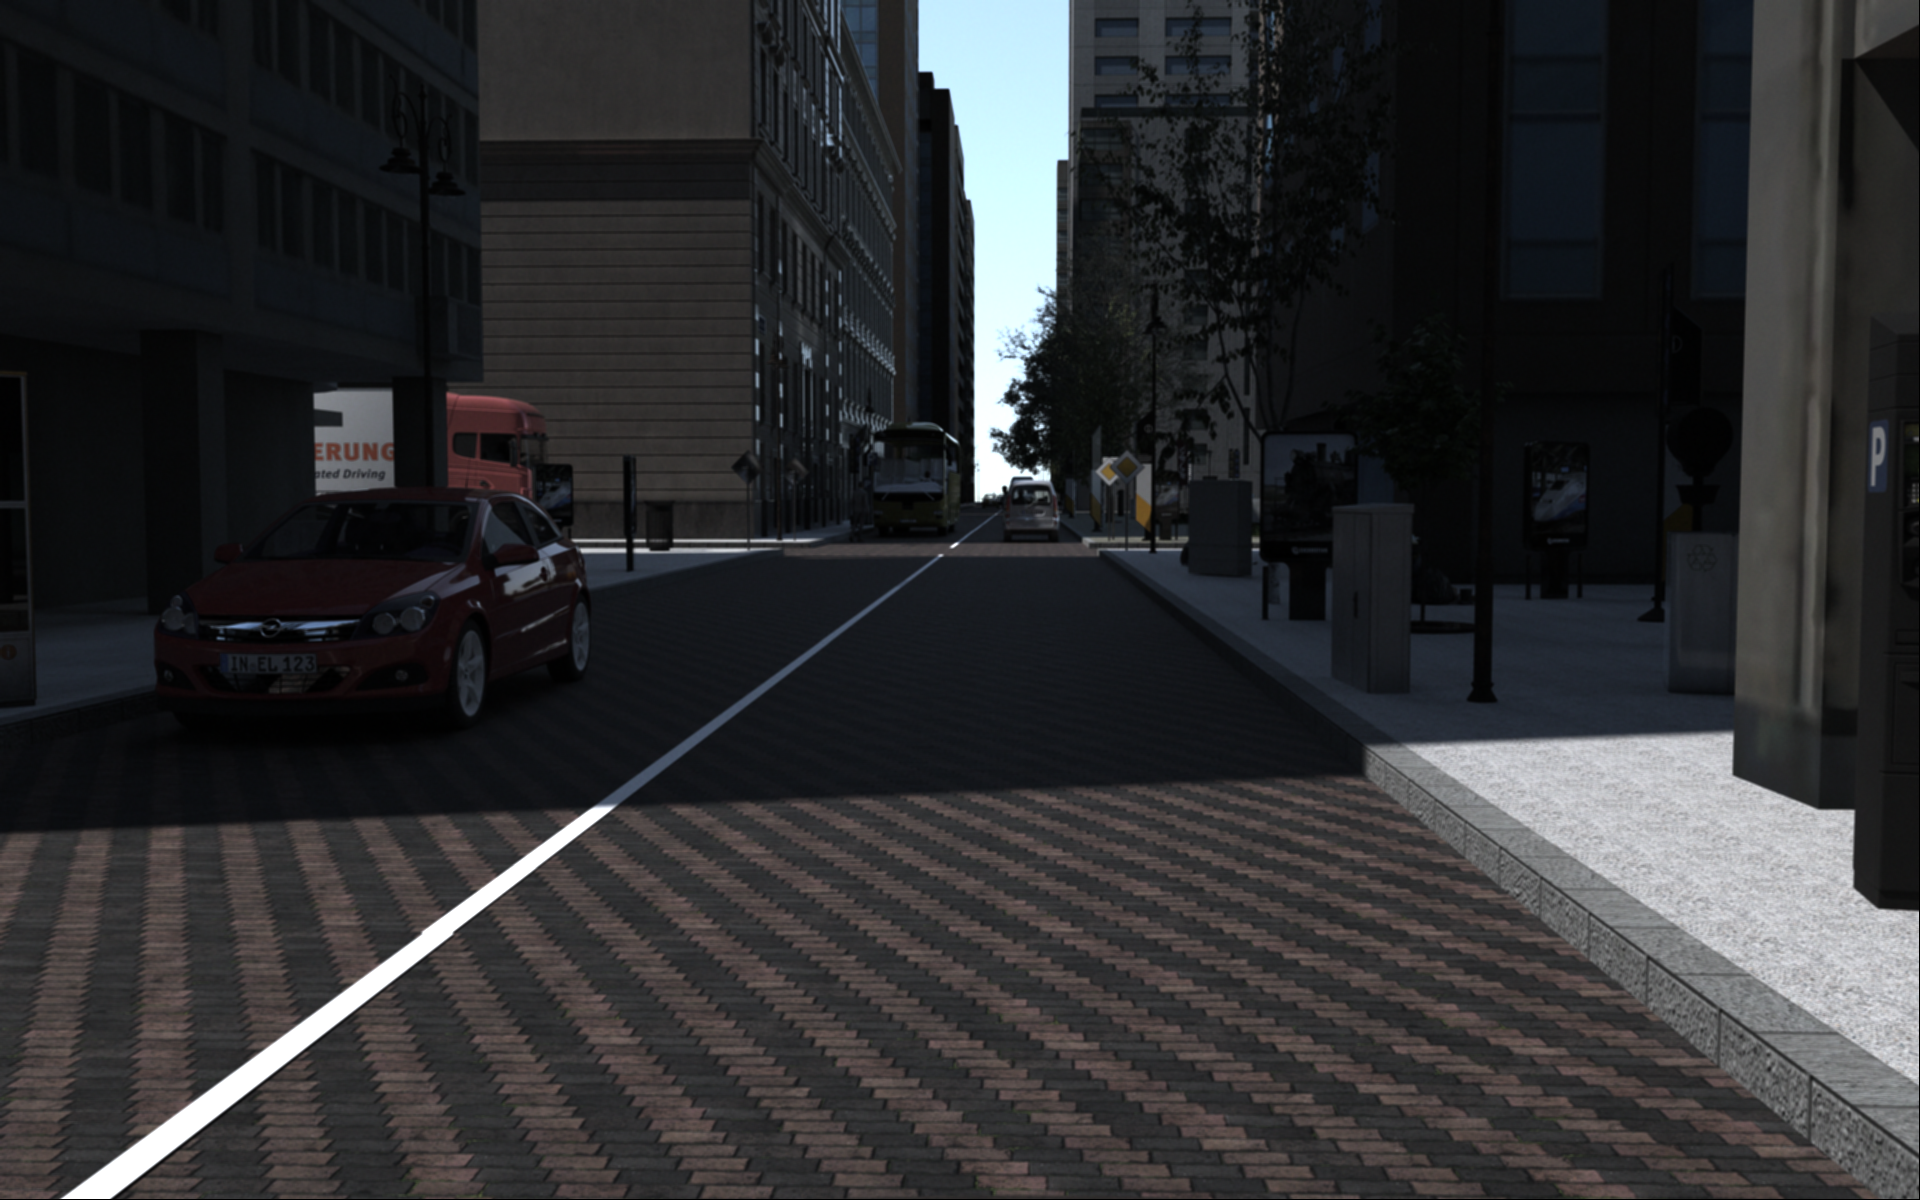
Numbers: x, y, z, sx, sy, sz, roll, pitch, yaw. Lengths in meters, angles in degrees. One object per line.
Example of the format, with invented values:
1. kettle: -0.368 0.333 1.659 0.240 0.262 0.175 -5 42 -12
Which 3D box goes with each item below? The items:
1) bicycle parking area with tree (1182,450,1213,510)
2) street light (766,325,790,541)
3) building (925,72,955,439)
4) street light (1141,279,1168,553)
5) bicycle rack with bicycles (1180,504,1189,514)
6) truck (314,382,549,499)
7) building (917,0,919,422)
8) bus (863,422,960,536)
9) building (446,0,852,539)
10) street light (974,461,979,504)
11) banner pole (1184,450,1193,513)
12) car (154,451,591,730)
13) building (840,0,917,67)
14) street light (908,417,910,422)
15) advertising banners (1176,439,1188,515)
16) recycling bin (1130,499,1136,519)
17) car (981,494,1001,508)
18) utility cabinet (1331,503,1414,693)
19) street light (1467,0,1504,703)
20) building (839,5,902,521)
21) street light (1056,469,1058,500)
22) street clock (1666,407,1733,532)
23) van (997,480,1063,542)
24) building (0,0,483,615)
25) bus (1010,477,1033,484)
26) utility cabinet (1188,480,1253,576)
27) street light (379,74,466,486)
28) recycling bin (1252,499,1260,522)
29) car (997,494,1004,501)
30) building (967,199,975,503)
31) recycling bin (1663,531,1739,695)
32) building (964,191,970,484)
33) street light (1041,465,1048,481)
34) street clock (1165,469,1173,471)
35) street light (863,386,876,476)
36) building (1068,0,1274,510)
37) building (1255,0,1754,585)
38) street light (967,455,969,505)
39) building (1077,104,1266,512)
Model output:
1. bicycle parking area with tree: 18.959 -7.784 114.274 8.231 4.147 9.016 0 4 3
2. street light: -4.980 -4.578 47.633 0.468 5.910 1.993 0 4 2
3. building: -7.737 -32.921 188.373 14.600 45.320 14.200 0 4 2
4. street light: 4.195 -3.957 37.487 0.468 5.910 1.993 0 4 2
5. bicycle rack with bicycles: 12.346 -4.731 90.740 2.925 0.926 2.852 2 4 27
6. truck: -15.424 -3.338 43.494 11.283 4.237 2.839 0 4 1
7. building: -12.308 -44.773 170.288 20.563 71.187 20.611 0 4 2
8. bus: -1.478 -4.342 62.544 2.896 3.916 12.252 0 4 2
9. building: -11.015 -16.097 60.444 12.463 27.353 25.104 0 4 2
10. street light: 1.942 -16.023 234.757 0.468 5.910 1.993 0 4 2
11. banner pole: 11.220 -5.825 85.262 0.401 3.779 0.863 -2 4 -29
12. car: -3.829 -0.174 11.888 2.155 1.783 4.494 0 4 2
13. building: -10.518 -29.310 129.335 14.600 45.320 14.200 0 4 2
14. street light: -3.001 -7.904 102.015 0.468 5.910 1.993 0 4 2
15. advertising banners: 7.509 -3.557 54.341 0.090 3.025 2.074 -3 4 -37
16. recycling bin: 9.186 -4.679 89.051 0.722 1.027 0.722 -1 4 -13
17. car: 3.125 -10.105 175.442 2.015 1.641 3.980 0 4 2
18. utility cabinet: 2.744 -0.028 11.618 0.306 1.237 1.020 0 4 -1
19. street light: 3.233 -2.309 10.546 0.468 5.910 1.993 0 4 2
20. building: -13.011 -19.486 95.015 17.030 29.872 44.131 0 4 2
21. street light: 8.032 -10.453 143.701 0.468 5.910 1.993 0 4 2
22. street clock: 6.190 -0.610 14.547 0.471 2.002 0.358 0 3 0
23. van: 2.145 -2.792 52.662 2.013 2.044 4.112 0 4 1
24. building: -19.110 -20.045 19.612 23.993 40.220 32.217 0 4 2
25. bus: 6.933 -11.886 189.202 2.948 3.499 13.247 0 4 3
26. utility cabinet: 4.094 -1.134 27.221 0.318 1.500 1.173 -2 4 -32
27. street light: -6.053 -2.868 19.678 0.468 5.910 1.993 0 4 2
28. recycling bin: 10.719 -3.114 63.473 0.722 1.027 0.722 1 4 10
29. car: 6.704 -16.023 270.778 1.959 1.807 4.718 0 4 1
30. building: -8.679 -39.507 269.643 21.300 48.544 21.600 0 4 2
31. recycling bin: 5.030 0.073 11.365 0.722 1.027 0.722 1 4 19
32. building: -9.943 -36.030 243.722 22.147 44.769 28.867 0 4 2
33. street light: 11.007 -15.538 226.830 0.468 5.910 1.993 0 4 2
34. street clock: 6.098 -2.837 50.954 0.358 2.002 0.471 -1 4 -17
35. street light: -3.890 -6.225 74.569 0.468 5.910 1.993 0 4 2
36. building: 20.046 -37.352 152.705 21.231 58.520 28.212 0 4 2
37. building: 13.154 -23.216 29.695 14.600 45.320 14.200 0 4 2
38. street light: 0.897 -14.350 207.404 0.468 5.910 1.993 0 4 2
39. building: 15.957 -22.072 132.575 14.160 30.474 14.107 0 4 2
